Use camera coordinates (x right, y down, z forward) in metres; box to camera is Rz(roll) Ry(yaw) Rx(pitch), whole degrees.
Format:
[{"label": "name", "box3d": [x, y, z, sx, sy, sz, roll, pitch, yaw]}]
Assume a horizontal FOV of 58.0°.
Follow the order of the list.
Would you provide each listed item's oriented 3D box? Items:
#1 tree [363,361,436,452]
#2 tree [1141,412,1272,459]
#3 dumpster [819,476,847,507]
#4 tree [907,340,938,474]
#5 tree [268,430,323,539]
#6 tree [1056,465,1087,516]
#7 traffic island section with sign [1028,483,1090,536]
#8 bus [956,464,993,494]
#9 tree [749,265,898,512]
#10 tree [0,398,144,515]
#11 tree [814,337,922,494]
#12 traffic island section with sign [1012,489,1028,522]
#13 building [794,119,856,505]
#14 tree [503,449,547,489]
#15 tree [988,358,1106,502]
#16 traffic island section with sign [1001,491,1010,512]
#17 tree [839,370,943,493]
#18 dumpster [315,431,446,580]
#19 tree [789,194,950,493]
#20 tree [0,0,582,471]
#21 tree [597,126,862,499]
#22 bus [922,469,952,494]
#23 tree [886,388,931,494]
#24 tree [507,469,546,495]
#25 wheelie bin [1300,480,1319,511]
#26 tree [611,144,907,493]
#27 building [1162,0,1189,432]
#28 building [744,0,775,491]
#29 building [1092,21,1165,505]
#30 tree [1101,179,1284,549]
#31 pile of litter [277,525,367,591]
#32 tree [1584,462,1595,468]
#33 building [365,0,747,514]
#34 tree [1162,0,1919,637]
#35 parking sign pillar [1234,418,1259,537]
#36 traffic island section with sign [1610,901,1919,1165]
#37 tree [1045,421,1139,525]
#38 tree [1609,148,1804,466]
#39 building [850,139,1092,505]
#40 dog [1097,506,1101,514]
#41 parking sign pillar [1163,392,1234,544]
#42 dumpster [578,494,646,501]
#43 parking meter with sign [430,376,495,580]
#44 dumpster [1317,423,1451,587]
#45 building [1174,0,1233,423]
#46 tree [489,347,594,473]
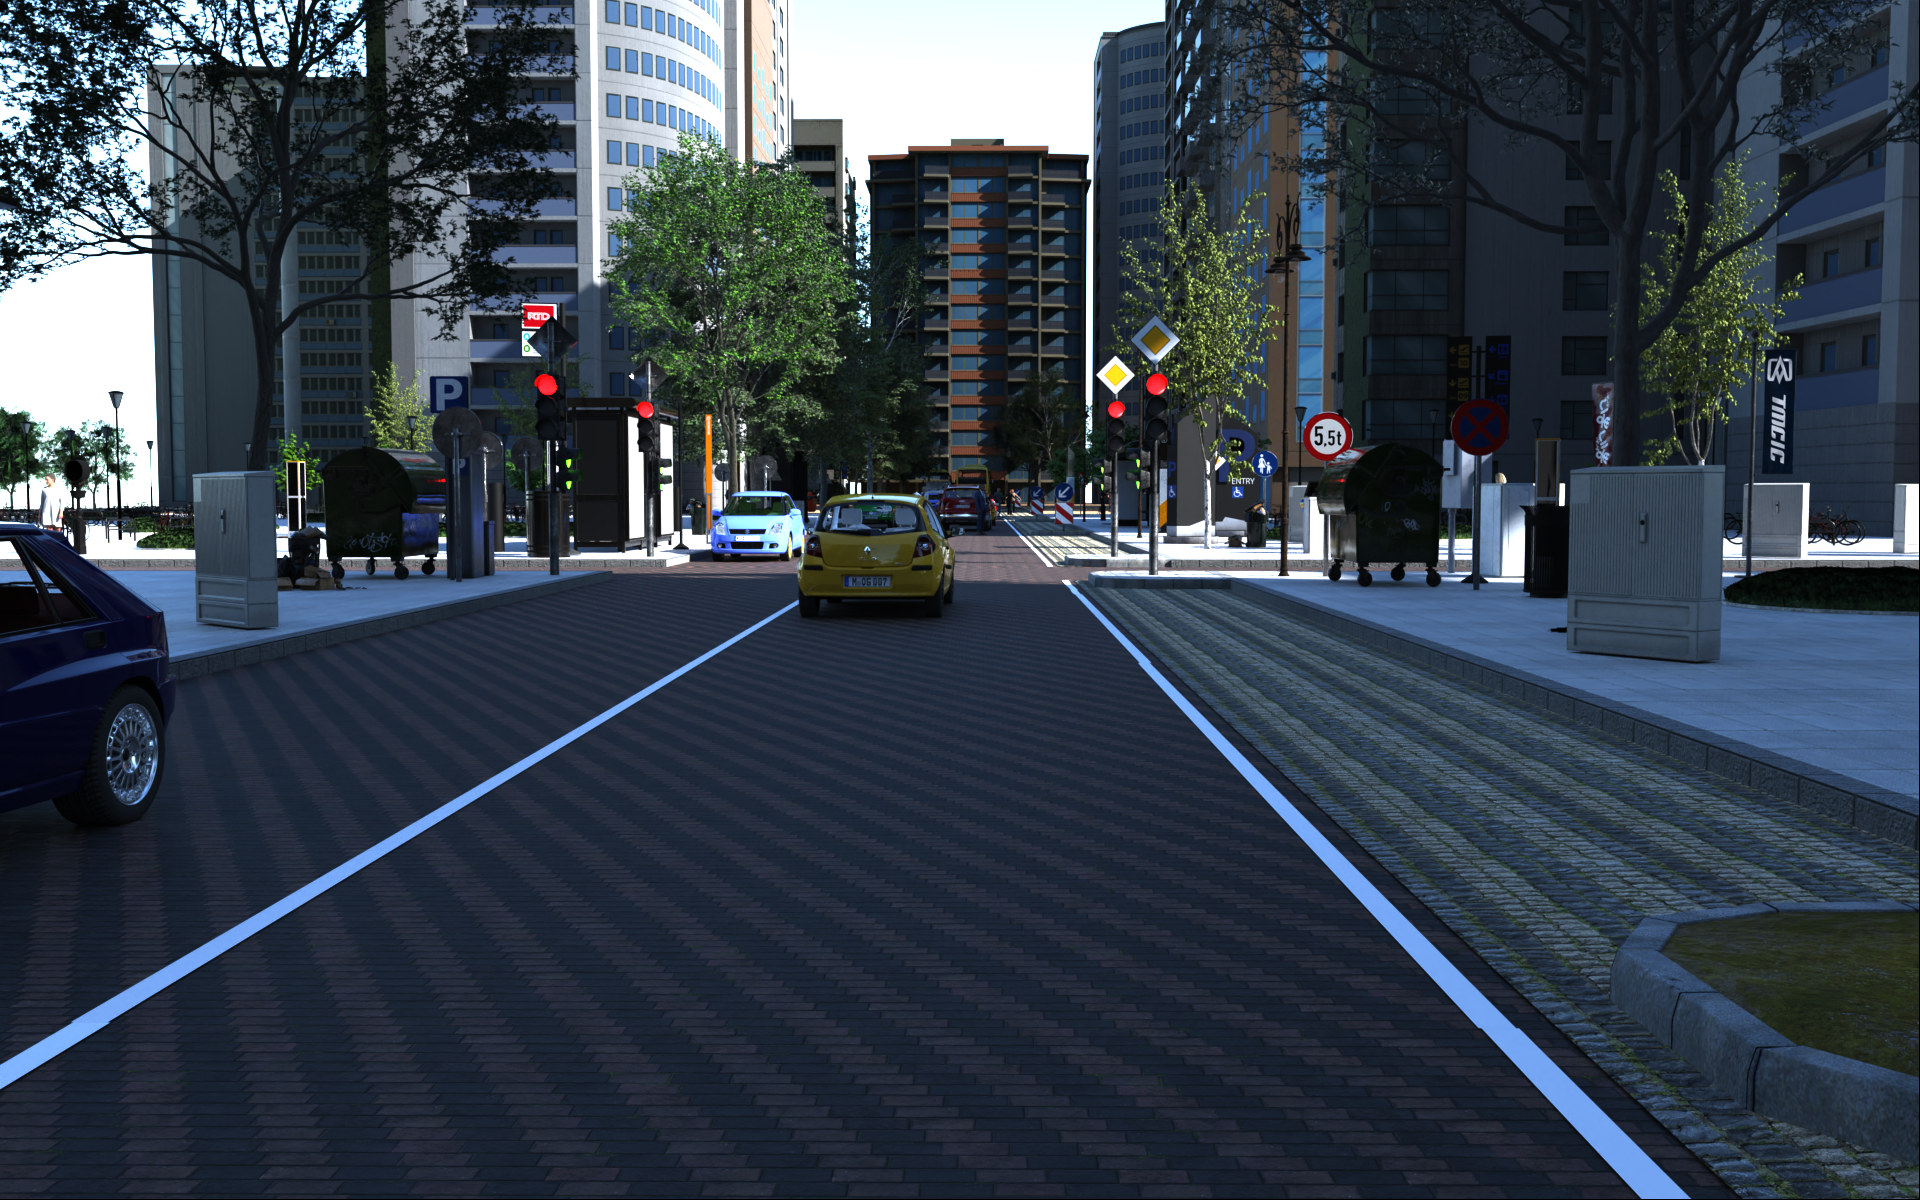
[{"label": "tree", "box3d": [-30.663, -8.875, 95.461, 4.737, 8.622, 4.395, 0, 3, 0]}, {"label": "tree", "box3d": [9.886, -4.969, 64.959, 4.285, 4.588, 4.351, 0, 3, 0]}, {"label": "dumpster", "box3d": [-6.903, -5.552, 93.265, 1.502, 2.255, 1.985, 0, 4, 1]}, {"label": "tree", "box3d": [-6.478, -14.129, 137.658, 9.857, 13.997, 8.962, 0, 3, 0]}, {"label": "tree", "box3d": [-19.442, -3.405, 50.272, 1.663, 3.219, 1.824, 0, 3, 0]}, {"label": "tree", "box3d": [6.244, -6.431, 99.744, 1.663, 3.219, 1.824, 0, 3, 0]}, {"label": "traffic island section with sign", "box3d": [3.475, -3.157, 60.248, 1.989, 1.847, 2.006, 0, 4, 1]}, {"label": "bus", "box3d": [1.186, -9.204, 142.035, 2.896, 3.916, 12.252, 0, 4, 2]}, {"label": "tree", "box3d": [-6.573, -9.963, 81.023, 7.486, 12.596, 7.792, 0, 3, 0]}, {"label": "tree", "box3d": [-56.991, -8.447, 101.021, 11.467, 7.101, 20.602, 0, 4, 1]}, {"label": "tree", "box3d": [-5.713, -10.098, 99.507, 7.601, 10.594, 8.767, -1, 4, -16]}, {"label": "traffic island section with sign", "box3d": [3.813, -4.898, 88.711, 1.989, 1.847, 2.006, 0, 4, 1]}, {"label": "building", "box3d": [-24.064, -36.114, 214.161, 21.600, 48.544, 21.300, 0, 4, 1]}, {"label": "tree", "box3d": [-26.066, -7.395, 104.625, 4.285, 4.588, 4.351, 0, 3, 0]}, {"label": "tree", "box3d": [6.583, -11.256, 118.446, 8.767, 10.594, 7.601, -1, 4, -11]}, {"label": "traffic island section with sign", "box3d": [4.368, -7.866, 137.240, 1.989, 1.847, 2.006, 0, 4, 1]}, {"label": "tree", "box3d": [-6.331, -14.483, 153.797, 9.611, 12.733, 9.660, 0, 3, 0]}, {"label": "dumpster", "box3d": [-8.843, -1.474, 26.601, 1.502, 2.255, 1.985, 0, 4, 1]}, {"label": "tree", "box3d": [-7.053, -15.696, 112.523, 12.611, 20.169, 13.585, 0, 3, 0]}, {"label": "tree", "box3d": [-7.812, -5.211, 19.607, 7.601, 10.594, 8.767, 0, 4, -1]}, {"label": "tree", "box3d": [-6.784, -7.622, 50.378, 9.928, 11.665, 9.643, 0, 3, 0]}, {"label": "bus", "box3d": [-2.170, -11.239, 175.299, 2.896, 3.916, 12.252, 0, 4, 1]}, {"label": "tree", "box3d": [-5.952, -16.915, 186.928, 12.009, 13.543, 11.850, 0, 3, 0]}, {"label": "tree", "box3d": [-18.259, -4.781, 72.765, 1.663, 3.219, 1.824, 0, 3, 0]}, {"label": "wheelie bin", "box3d": [8.414, -1.977, 40.224, 0.980, 1.594, 0.693, -1, 4, -14]}, {"label": "tree", "box3d": [-7.459, -9.521, 62.321, 9.857, 13.997, 8.962, 0, 3, 0]}, {"label": "building", "box3d": [28.354, -44.360, 163.533, 20.563, 71.187, 20.611, 0, 4, 1]}, {"label": "building", "box3d": [-23.358, -30.306, 145.610, 14.600, 45.320, 14.200, 0, 4, 1]}, {"label": "building", "box3d": [31.031, -41.089, 213.796, 28.212, 58.520, 21.231, 0, 4, 1]}, {"label": "tree", "box3d": [5.613, -5.483, 40.008, 4.737, 8.622, 4.395, 0, 3, 0]}, {"label": "pile of litter", "box3d": [-8.902, -0.573, 23.326, 1.719, 0.858, 1.176, 1, 4, 20]}, {"label": "tree", "box3d": [20.791, -3.733, 55.632, 1.663, 3.219, 1.824, 0, 3, 0]}, {"label": "building", "box3d": [-27.769, -35.590, 123.891, 21.231, 58.520, 28.212, 0, 4, 1]}, {"label": "tree", "box3d": [6.155, -6.428, 15.463, 12.009, 13.543, 11.850, 0, 3, 0]}, {"label": "parking sign pillar", "box3d": [8.304, -3.885, 51.991, 1.447, 3.967, 1.447, 0, 4, -1]}, {"label": "traffic island section with sign", "box3d": [2.818, 0.260, 4.385, 1.989, 1.847, 2.006, 0, 4, 1]}, {"label": "tree", "box3d": [6.774, -5.479, 73.295, 4.285, 4.588, 4.351, 0, 3, 0]}, {"label": "tree", "box3d": [16.245, -5.356, 37.931, 4.737, 8.622, 4.395, 0, 3, 0]}, {"label": "building", "box3d": [1.469, -34.351, 216.259, 28.867, 44.769, 22.147, 0, 4, 1]}, {"label": "dog", "box3d": [8.826, -5.672, 109.570, 0.406, 0.507, 0.540, -1, 4, -22]}, {"label": "parking sign pillar", "box3d": [6.008, -3.455, 44.959, 1.447, 3.967, 1.447, -2, 4, -32]}, {"label": "dumpster", "box3d": [-9.022, -2.575, 44.596, 1.502, 2.255, 1.985, 0, 4, 1]}, {"label": "parking meter with sign", "box3d": [-7.564, -1.851, 26.520, 0.543, 3.016, 1.738, 0, 4, -1]}, {"label": "dumpster", "box3d": [6.010, -1.355, 24.644, 1.502, 2.255, 1.985, 0, 4, 1]}, {"label": "building", "box3d": [29.177, -31.705, 137.988, 23.786, 49.044, 30.456, 0, 4, 1]}, {"label": "tree", "box3d": [-18.358, -7.732, 76.779, 4.737, 8.622, 4.395, 0, 3, 0]}]
